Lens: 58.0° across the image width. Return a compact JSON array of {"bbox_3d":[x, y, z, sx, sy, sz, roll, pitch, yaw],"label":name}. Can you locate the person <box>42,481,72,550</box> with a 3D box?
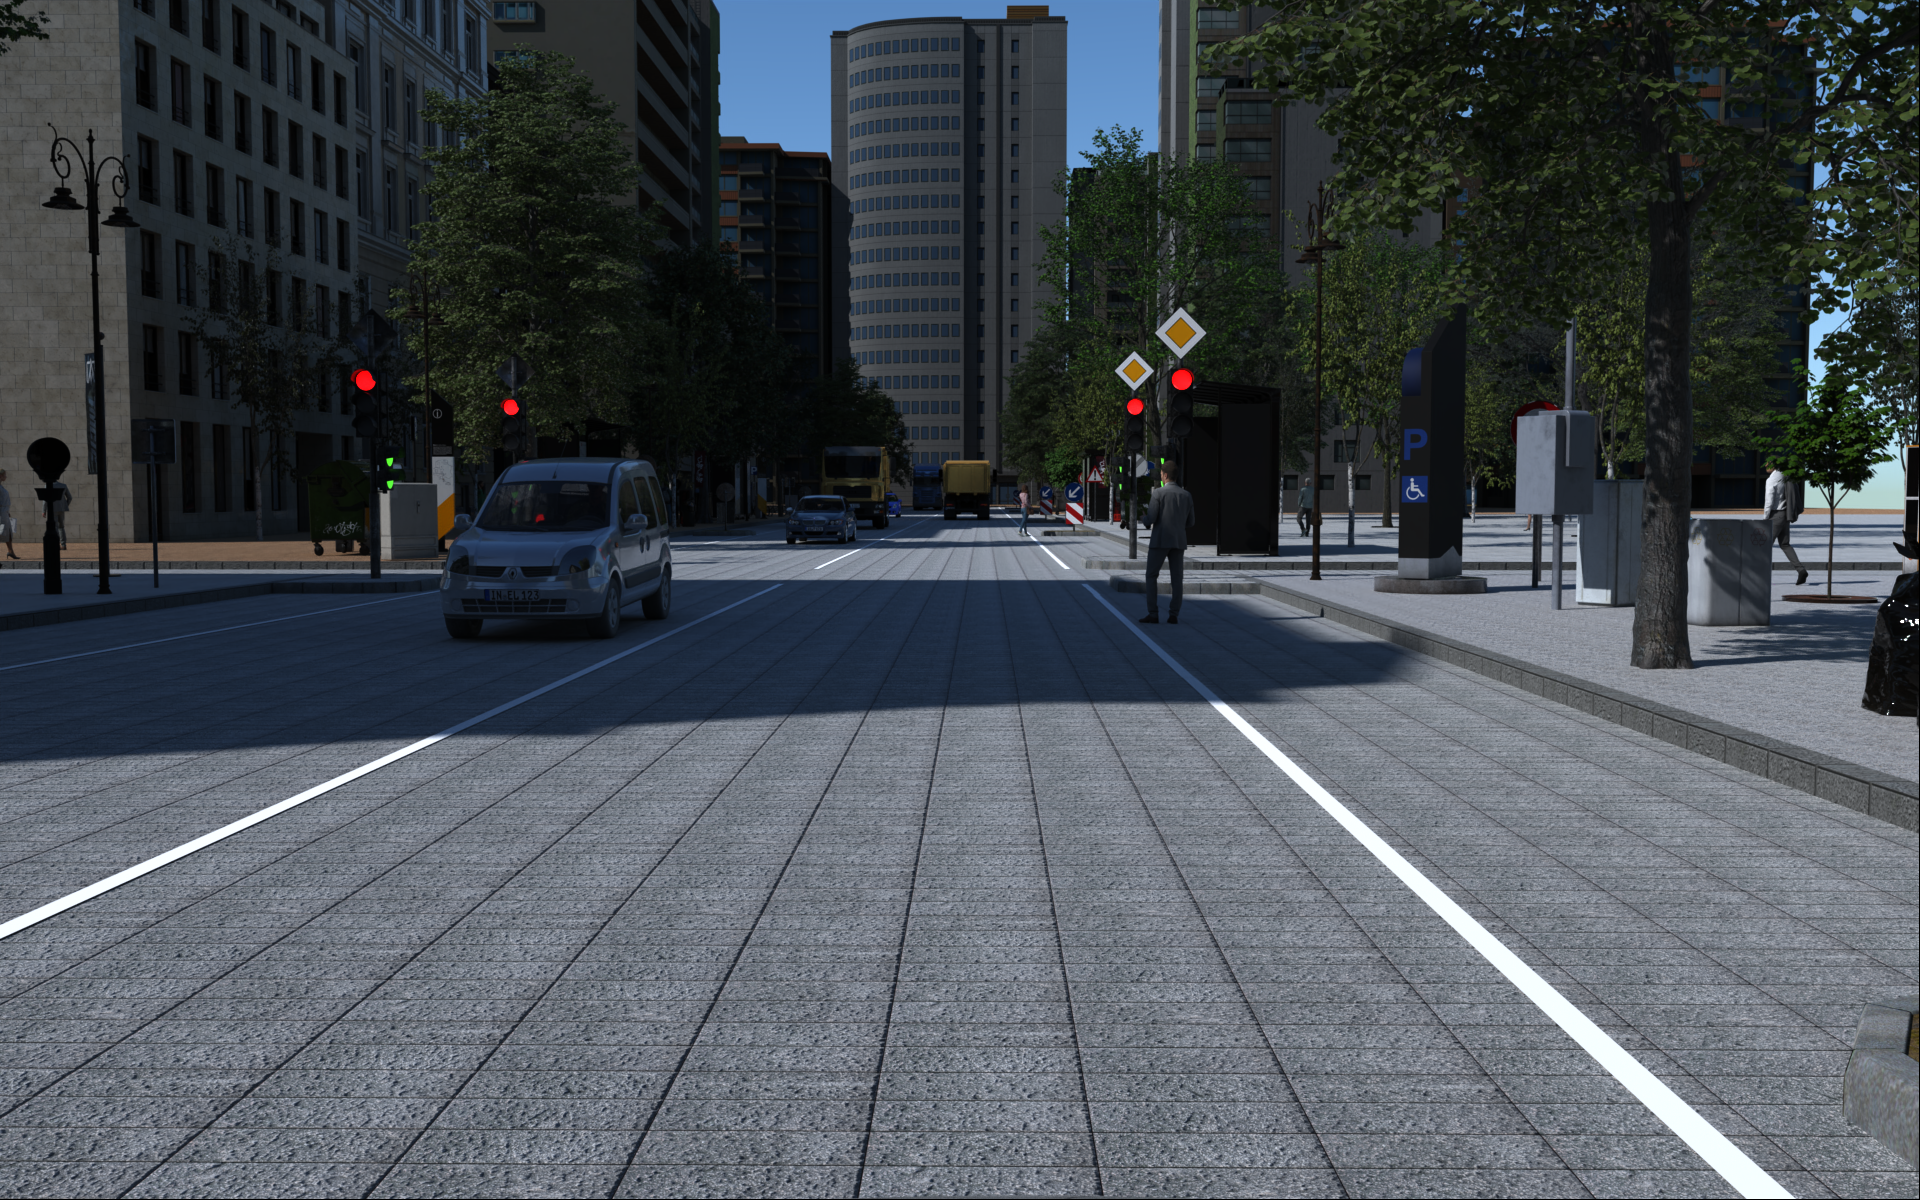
[{"bbox_3d":[-20.637,-2.044,39.559,0.391,1.810,0.635,1,4,18],"label":"person"}]

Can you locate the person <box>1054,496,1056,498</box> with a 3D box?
[{"bbox_3d":[9.281,-9.345,158.828,1.348,1.824,0.705,2,4,30],"label":"person"}]

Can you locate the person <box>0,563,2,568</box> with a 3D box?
[{"bbox_3d":[-15.262,-1.268,26.689,0.836,1.842,0.656,-2,4,-34],"label":"person"}]

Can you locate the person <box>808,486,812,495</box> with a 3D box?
[{"bbox_3d":[-10.154,-6.764,116.651,0.705,1.821,1.348,-1,4,-19],"label":"person"}]

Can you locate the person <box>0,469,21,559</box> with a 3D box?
[{"bbox_3d":[-18.837,-1.686,33.968,0.624,1.780,0.694,-1,4,-8],"label":"person"}]

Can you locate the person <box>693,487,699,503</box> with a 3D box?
[{"bbox_3d":[-14.340,-5.422,94.712,0.654,1.822,0.581,3,5,41],"label":"person"}]

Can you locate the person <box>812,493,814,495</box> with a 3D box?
[{"bbox_3d":[-14.035,-9.602,166.261,0.991,1.433,0.599,2,4,26],"label":"person"}]

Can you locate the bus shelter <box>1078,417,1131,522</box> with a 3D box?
[{"bbox_3d":[6.922,-6.532,84.437,2.179,5.291,8.768,0,4,1],"label":"bus shelter"}]

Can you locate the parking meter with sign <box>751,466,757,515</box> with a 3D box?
[{"bbox_3d":[-12.988,-6.795,107.355,0.543,3.016,1.738,1,4,10],"label":"parking meter with sign"}]

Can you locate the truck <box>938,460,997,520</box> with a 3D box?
[{"bbox_3d":[0.417,-6.281,98.619,3.469,3.379,9.791,0,4,1],"label":"truck"}]

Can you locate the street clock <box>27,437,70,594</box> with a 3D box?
[{"bbox_3d":[-11.653,-1.078,22.191,0.471,2.002,0.358,-2,4,-35],"label":"street clock"}]

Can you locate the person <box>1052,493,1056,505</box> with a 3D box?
[{"bbox_3d":[8.888,-9.570,165.779,0.557,1.426,1.065,-2,4,-35],"label":"person"}]

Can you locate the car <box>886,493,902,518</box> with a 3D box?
[{"bbox_3d":[-4.533,-5.939,106.688,1.945,1.707,3.694,0,4,0],"label":"car"}]

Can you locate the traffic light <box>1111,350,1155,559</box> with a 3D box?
[{"bbox_3d":[3.397,-2.761,34.070,0.839,4.253,0.868,0,4,1],"label":"traffic light"}]

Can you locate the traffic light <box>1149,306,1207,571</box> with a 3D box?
[{"bbox_3d":[3.287,-2.273,26.085,0.839,4.253,0.868,0,4,1],"label":"traffic light"}]

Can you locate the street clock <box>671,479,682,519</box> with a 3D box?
[{"bbox_3d":[-13.495,-4.765,82.474,0.471,2.002,0.358,0,4,-7],"label":"street clock"}]

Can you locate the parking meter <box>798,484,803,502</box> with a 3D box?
[{"bbox_3d":[-9.519,-6.004,103.881,0.399,1.863,0.255,2,4,32],"label":"parking meter"}]

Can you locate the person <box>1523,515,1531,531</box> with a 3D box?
[{"bbox_3d":[19.960,-3.318,60.317,0.581,1.822,0.654,-3,4,-36],"label":"person"}]

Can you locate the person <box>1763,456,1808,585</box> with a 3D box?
[{"bbox_3d":[11.588,-1.120,24.462,0.679,1.850,0.850,-2,4,-35],"label":"person"}]

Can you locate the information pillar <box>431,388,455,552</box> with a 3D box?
[{"bbox_3d":[-11.471,-2.878,38.409,0.504,3.616,0.183,0,4,2],"label":"information pillar"}]

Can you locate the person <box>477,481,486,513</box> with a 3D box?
[{"bbox_3d":[-18.241,-3.648,65.931,0.529,1.795,0.600,1,4,21],"label":"person"}]

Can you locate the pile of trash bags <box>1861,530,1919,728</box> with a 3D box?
[{"bbox_3d":[6.828,0.027,9.308,3.447,1.369,1.912,2,4,24],"label":"pile of trash bags"}]

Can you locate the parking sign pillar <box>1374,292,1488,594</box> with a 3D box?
[{"bbox_3d":[6.200,-2.094,22.716,1.447,3.967,1.447,2,4,35],"label":"parking sign pillar"}]

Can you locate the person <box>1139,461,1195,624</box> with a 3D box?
[{"bbox_3d":[2.269,-0.647,19.279,0.606,1.804,0.583,-2,4,-31],"label":"person"}]

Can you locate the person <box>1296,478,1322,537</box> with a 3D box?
[{"bbox_3d":[10.510,-2.781,52.001,0.782,1.767,0.515,-1,4,-18],"label":"person"}]

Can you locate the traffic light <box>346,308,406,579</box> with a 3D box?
[{"bbox_3d":[-8.874,-2.282,26.237,0.839,4.253,0.868,0,4,1],"label":"traffic light"}]

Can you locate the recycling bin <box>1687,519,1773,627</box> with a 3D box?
[{"bbox_3d":[7.504,-0.280,17.137,0.722,1.027,0.722,-1,4,-10],"label":"recycling bin"}]

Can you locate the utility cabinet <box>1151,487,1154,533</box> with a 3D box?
[{"bbox_3d":[6.450,-2.699,52.813,1.173,1.500,0.318,0,4,-4],"label":"utility cabinet"}]

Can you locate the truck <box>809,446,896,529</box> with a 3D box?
[{"bbox_3d":[-4.336,-4.696,72.703,3.469,3.379,9.791,0,4,-1],"label":"truck"}]

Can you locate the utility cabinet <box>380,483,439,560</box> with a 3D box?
[{"bbox_3d":[-10.729,-1.535,33.778,0.318,1.500,1.173,2,4,31],"label":"utility cabinet"}]

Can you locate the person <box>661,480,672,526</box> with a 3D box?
[{"bbox_3d":[-11.763,-3.856,69.076,0.794,1.824,0.713,3,5,42],"label":"person"}]

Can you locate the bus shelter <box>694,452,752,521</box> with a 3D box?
[{"bbox_3d":[-11.759,-6.586,85.310,2.179,5.291,8.768,0,4,1],"label":"bus shelter"}]

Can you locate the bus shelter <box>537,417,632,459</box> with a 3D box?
[{"bbox_3d":[-12.065,-3.952,55.897,1.731,3.624,6.357,0,4,1],"label":"bus shelter"}]

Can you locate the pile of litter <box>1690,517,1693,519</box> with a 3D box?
[{"bbox_3d":[15.236,-1.340,35.867,1.176,0.858,1.719,-1,4,-14],"label":"pile of litter"}]

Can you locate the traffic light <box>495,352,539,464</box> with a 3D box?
[{"bbox_3d":[-8.763,-2.771,34.221,0.839,4.253,0.868,0,4,1],"label":"traffic light"}]

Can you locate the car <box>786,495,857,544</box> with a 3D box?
[{"bbox_3d":[-4.070,-2.404,51.313,2.014,1.417,4.499,0,4,2],"label":"car"}]

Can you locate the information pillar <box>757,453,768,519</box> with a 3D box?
[{"bbox_3d":[-10.241,-6.012,89.646,0.504,3.616,0.183,-2,4,-25],"label":"information pillar"}]

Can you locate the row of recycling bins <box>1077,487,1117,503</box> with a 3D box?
[{"bbox_3d":[7.925,-5.329,94.244,3.534,1.692,1.069,2,4,34],"label":"row of recycling bins"}]

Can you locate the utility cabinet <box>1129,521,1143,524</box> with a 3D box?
[{"bbox_3d":[7.600,-3.925,75.337,0.306,1.237,1.020,-2,4,-27],"label":"utility cabinet"}]

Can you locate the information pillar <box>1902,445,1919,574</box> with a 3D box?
[{"bbox_3d":[14.444,-1.319,26.058,0.304,2.012,0.304,-1,4,-15],"label":"information pillar"}]

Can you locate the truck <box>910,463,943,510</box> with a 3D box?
[{"bbox_3d":[-2.830,-10.240,157.175,2.967,4.110,18.799,0,3,0],"label":"truck"}]

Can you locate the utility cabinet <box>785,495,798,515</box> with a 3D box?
[{"bbox_3d":[-10.418,-5.936,108.220,1.020,1.237,0.306,1,4,21],"label":"utility cabinet"}]

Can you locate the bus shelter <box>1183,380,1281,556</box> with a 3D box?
[{"bbox_3d":[5.865,-2.907,38.816,1.731,3.624,6.357,0,4,1],"label":"bus shelter"}]

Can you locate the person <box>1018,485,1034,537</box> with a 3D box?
[{"bbox_3d":[2.171,-3.025,58.556,0.643,1.750,0.593,-2,4,-28],"label":"person"}]

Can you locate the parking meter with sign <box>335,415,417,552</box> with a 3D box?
[{"bbox_3d":[-12.971,-2.582,38.469,1.738,3.016,0.543,-1,4,-12],"label":"parking meter with sign"}]
